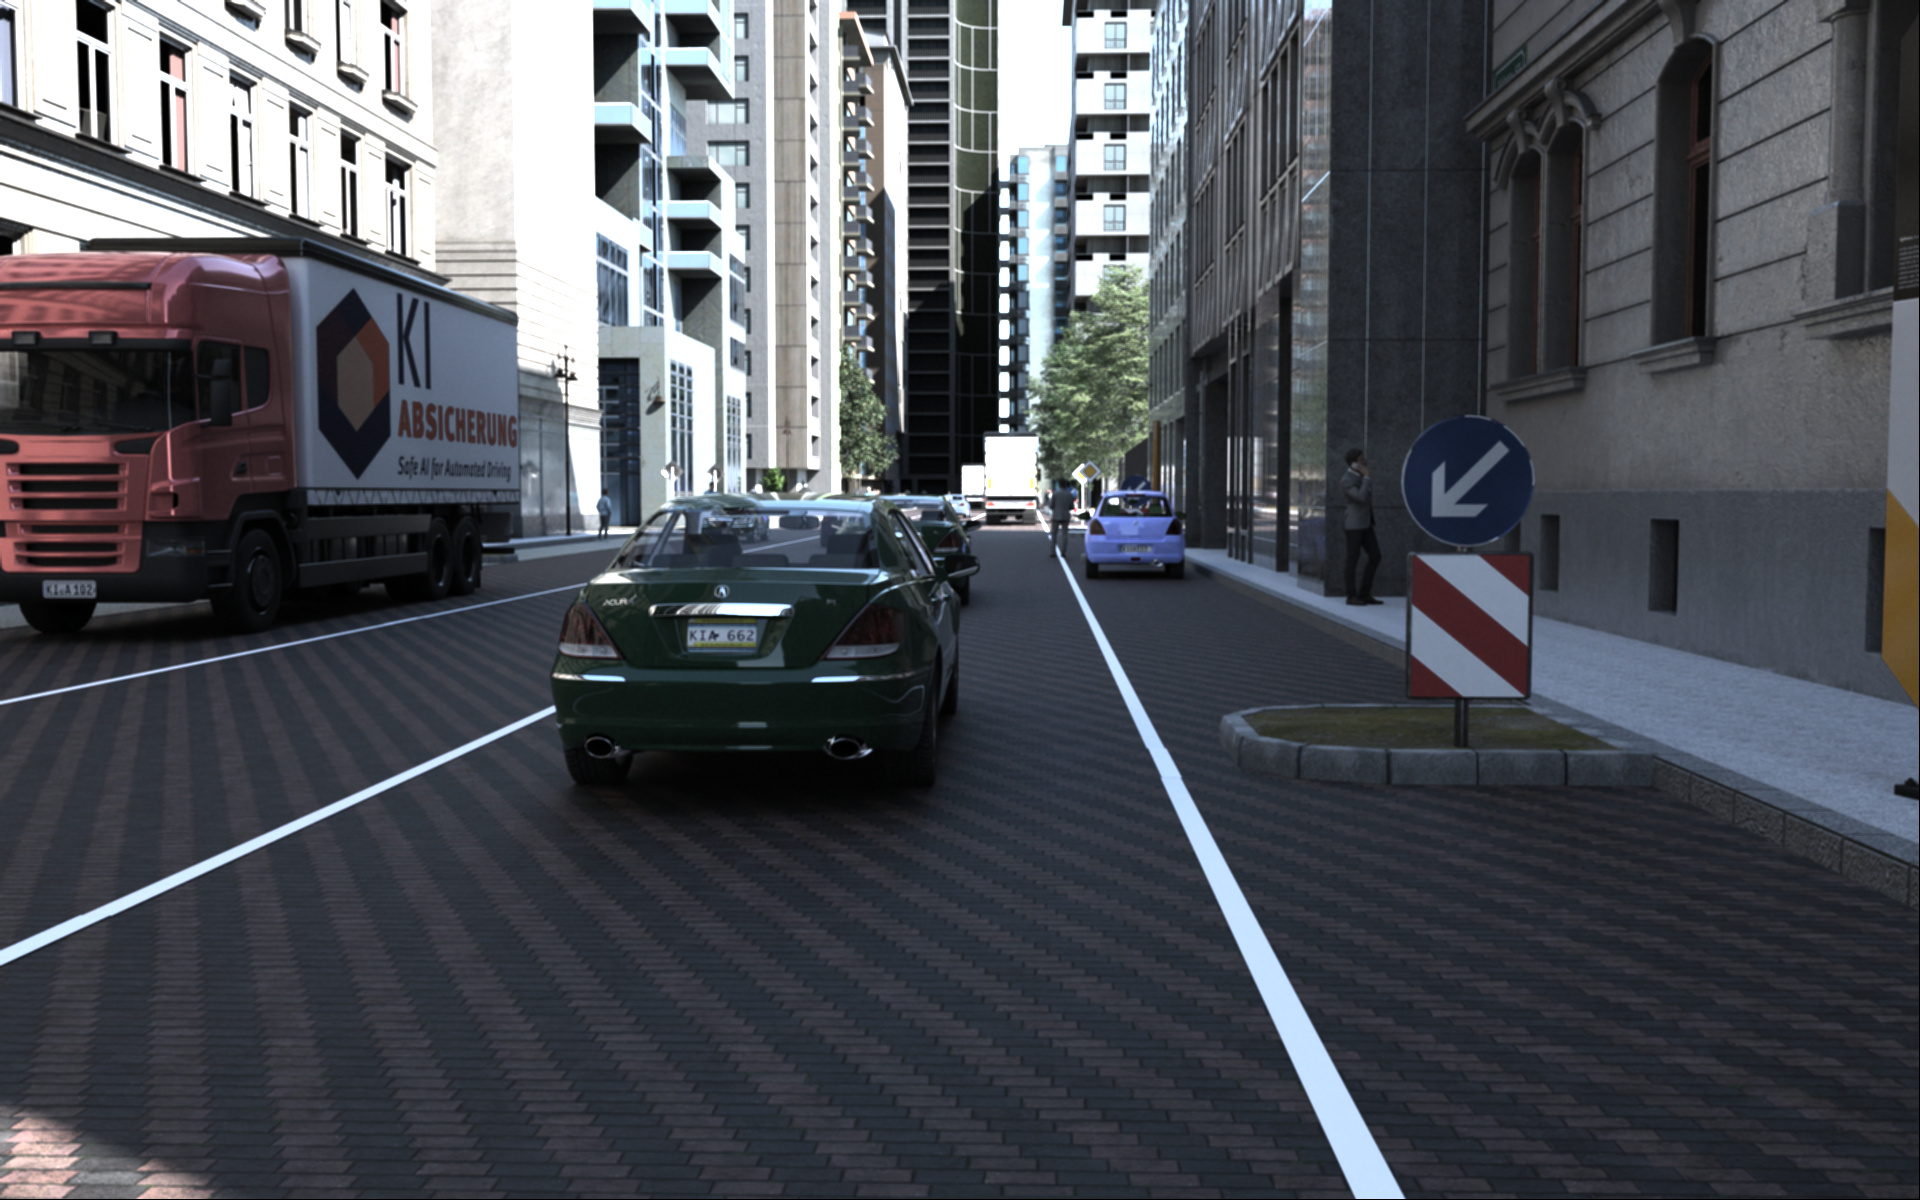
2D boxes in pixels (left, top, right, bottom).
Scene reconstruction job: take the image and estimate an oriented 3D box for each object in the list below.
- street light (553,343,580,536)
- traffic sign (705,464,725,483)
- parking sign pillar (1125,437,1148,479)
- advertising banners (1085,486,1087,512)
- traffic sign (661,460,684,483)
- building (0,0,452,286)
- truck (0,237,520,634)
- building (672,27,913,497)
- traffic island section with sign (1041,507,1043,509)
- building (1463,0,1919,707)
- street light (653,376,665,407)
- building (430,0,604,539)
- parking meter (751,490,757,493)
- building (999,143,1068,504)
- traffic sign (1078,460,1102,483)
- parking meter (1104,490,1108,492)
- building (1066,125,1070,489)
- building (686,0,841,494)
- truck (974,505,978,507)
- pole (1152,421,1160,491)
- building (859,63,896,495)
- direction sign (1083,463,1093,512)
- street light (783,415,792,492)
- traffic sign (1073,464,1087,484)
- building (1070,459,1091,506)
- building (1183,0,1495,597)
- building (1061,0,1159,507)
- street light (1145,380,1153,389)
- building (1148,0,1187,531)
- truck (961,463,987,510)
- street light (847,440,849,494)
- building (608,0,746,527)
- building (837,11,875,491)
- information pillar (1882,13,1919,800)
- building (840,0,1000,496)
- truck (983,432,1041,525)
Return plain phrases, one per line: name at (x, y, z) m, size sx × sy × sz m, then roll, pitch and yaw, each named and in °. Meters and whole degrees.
street light at (-12.065, -4.918, 53.194) m, size 0.468 × 5.910 × 1.993 m, roll 0°, pitch 4°, yaw 2°
traffic sign at (-9.471, -3.958, 66.911) m, size 0.795 × 2.593 × 0.064 m, roll 0°, pitch 4°, yaw 2°
parking sign pillar at (8.062, -5.458, 77.708) m, size 1.447 × 3.967 × 1.447 m, roll 1°, pitch 4°, yaw 22°
advertising banners at (8.470, -7.366, 116.626) m, size 0.090 × 3.025 × 2.074 m, roll 0°, pitch 4°, yaw 6°
traffic sign at (-9.790, -3.470, 58.932) m, size 0.795 × 2.593 × 0.064 m, roll 0°, pitch 4°, yaw 2°
building at (-20.855, -11.965, 28.912) m, size 16.112 × 22.955 × 30.059 m, roll 0°, pitch 4°, yaw 2°
truck at (-8.227, -1.976, 21.228) m, size 2.839 × 4.237 × 11.283 m, roll 0°, pitch 4°, yaw 2°
building at (-20.137, -37.595, 203.918) m, size 27.495 × 52.752 × 28.713 m, roll 0°, pitch 4°, yaw 2°
traffic island section with sign at (9.907, -11.439, 195.658) m, size 1.989 × 1.847 × 2.006 m, roll 0°, pitch 4°, yaw 2°
building at (11.935, -13.534, 8.663) m, size 14.401 × 28.519 × 23.554 m, roll 0°, pitch 4°, yaw 2°
street light at (-11.506, -5.776, 67.221) m, size 0.468 × 5.910 × 1.993 m, roll 0°, pitch 4°, yaw 2°
building at (-21.301, -12.542, 54.215) m, size 18.267 × 20.994 × 9.793 m, roll 0°, pitch 4°, yaw 2°
parking meter at (-12.452, -5.890, 104.717) m, size 0.372 × 1.533 × 0.369 m, roll 0°, pitch 3°, yaw 0°
building at (20.603, -37.678, 235.642) m, size 30.456 × 49.044 × 23.786 m, roll 0°, pitch 4°, yaw 2°
traffic sign at (4.392, -3.435, 58.347) m, size 0.795 × 2.593 × 0.064 m, roll 0°, pitch 4°, yaw 2°
parking meter at (8.188, -5.377, 96.331) m, size 0.372 × 1.533 × 0.369 m, roll 0°, pitch 3°, yaw 0°
building at (23.597, -35.585, 205.522) m, size 21.300 × 48.544 × 21.600 m, roll 0°, pitch 4°, yaw 2°
building at (-15.501, -26.181, 111.647) m, size 14.154 × 41.232 × 14.086 m, roll 0°, pitch 4°, yaw 2°
truck at (2.779, -12.761, 197.559) m, size 2.839 × 4.237 × 11.283 m, roll 0°, pitch 4°, yaw 2°
pole at (5.449, -3.320, 48.129) m, size 0.158 × 3.312 × 0.155 m, roll 0°, pitch 3°, yaw 0°
building at (-14.015, -32.279, 177.879) m, size 14.600 × 45.320 × 14.200 m, roll 0°, pitch 4°, yaw 2°
direction sign at (9.128, -8.100, 124.433) m, size 0.876 × 3.537 × 0.379 m, roll 1°, pitch 4°, yaw 11°
street light at (-10.115, -7.878, 101.587) m, size 0.468 × 5.910 × 1.993 m, roll 0°, pitch 4°, yaw 2°
traffic sign at (4.711, -3.923, 66.326) m, size 0.795 × 2.593 × 0.064 m, roll 0°, pitch 4°, yaw 2°
building at (19.029, -25.487, 188.420) m, size 14.160 × 30.474 × 14.107 m, roll 0°, pitch 4°, yaw 2°
building at (10.944, -12.998, 30.537) m, size 12.078 × 24.808 × 19.932 m, roll 0°, pitch 4°, yaw 2°
building at (24.305, -35.322, 166.752) m, size 28.713 × 52.752 × 27.495 m, roll 0°, pitch 4°, yaw 2°
street light at (6.410, -5.175, 57.405) m, size 0.468 × 5.910 × 1.993 m, roll 0°, pitch 4°, yaw 2°
building at (11.151, -11.883, 49.042) m, size 10.420 × 20.320 × 16.860 m, roll 0°, pitch 4°, yaw 2°
truck at (1.664, -10.717, 164.134) m, size 2.839 × 4.237 × 11.283 m, roll 0°, pitch 4°, yaw 3°
street light at (-8.738, -9.985, 136.034) m, size 0.468 × 5.910 × 1.993 m, roll 0°, pitch 4°, yaw 2°
building at (-21.829, -46.932, 80.006) m, size 22.319 × 86.520 × 31.000 m, roll 0°, pitch 4°, yaw 2°
building at (-19.466, -30.702, 156.602) m, size 22.147 × 44.769 × 28.867 m, roll 0°, pitch 4°, yaw 2°
information pillar at (4.094, -0.970, 7.215) m, size 0.183 × 3.616 × 0.504 m, roll -1°, pitch 4°, yaw -11°
building at (-4.970, -48.699, 234.476) m, size 20.611 × 71.187 × 20.563 m, roll 0°, pitch 4°, yaw 2°
truck at (2.502, -5.780, 83.422) m, size 2.839 × 4.237 × 11.283 m, roll 0°, pitch 4°, yaw 2°
